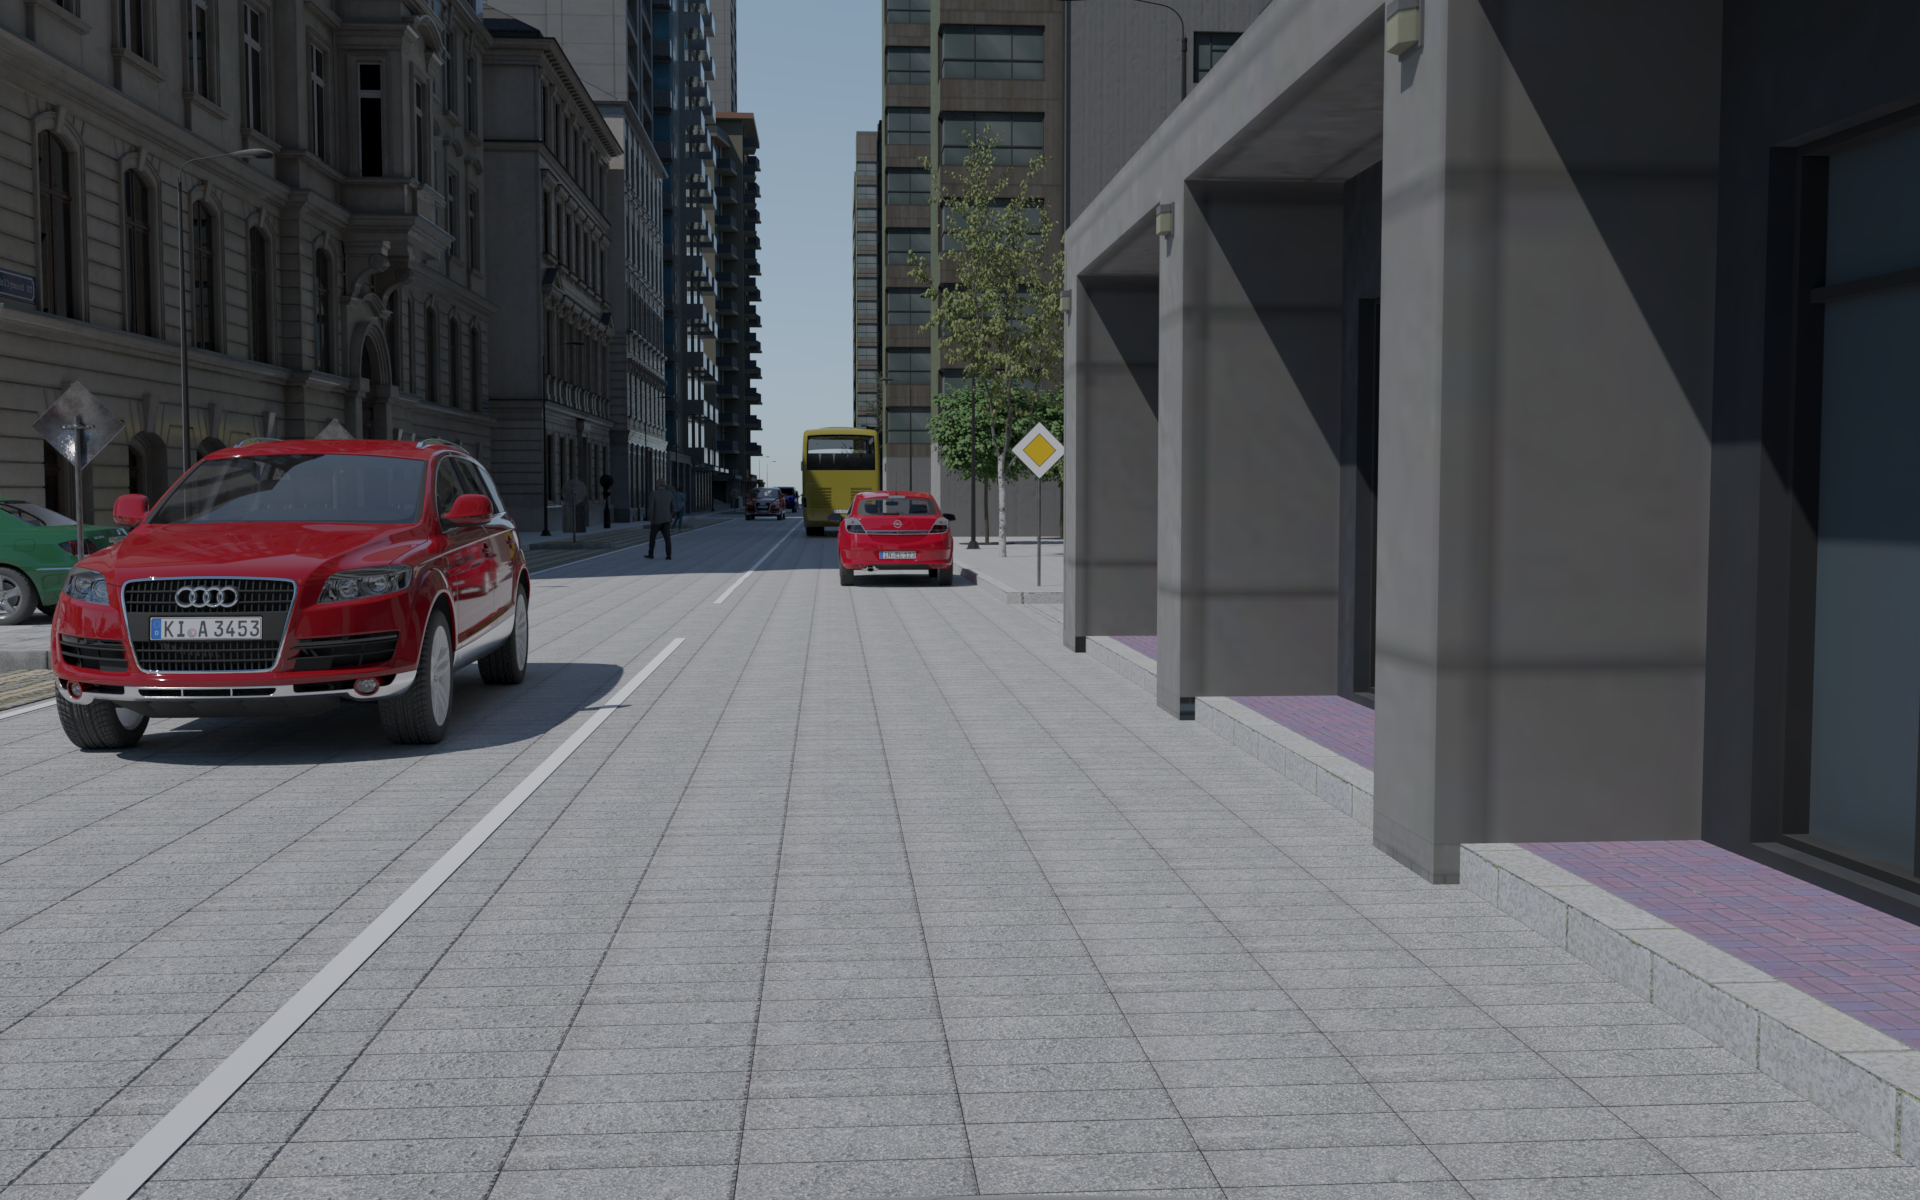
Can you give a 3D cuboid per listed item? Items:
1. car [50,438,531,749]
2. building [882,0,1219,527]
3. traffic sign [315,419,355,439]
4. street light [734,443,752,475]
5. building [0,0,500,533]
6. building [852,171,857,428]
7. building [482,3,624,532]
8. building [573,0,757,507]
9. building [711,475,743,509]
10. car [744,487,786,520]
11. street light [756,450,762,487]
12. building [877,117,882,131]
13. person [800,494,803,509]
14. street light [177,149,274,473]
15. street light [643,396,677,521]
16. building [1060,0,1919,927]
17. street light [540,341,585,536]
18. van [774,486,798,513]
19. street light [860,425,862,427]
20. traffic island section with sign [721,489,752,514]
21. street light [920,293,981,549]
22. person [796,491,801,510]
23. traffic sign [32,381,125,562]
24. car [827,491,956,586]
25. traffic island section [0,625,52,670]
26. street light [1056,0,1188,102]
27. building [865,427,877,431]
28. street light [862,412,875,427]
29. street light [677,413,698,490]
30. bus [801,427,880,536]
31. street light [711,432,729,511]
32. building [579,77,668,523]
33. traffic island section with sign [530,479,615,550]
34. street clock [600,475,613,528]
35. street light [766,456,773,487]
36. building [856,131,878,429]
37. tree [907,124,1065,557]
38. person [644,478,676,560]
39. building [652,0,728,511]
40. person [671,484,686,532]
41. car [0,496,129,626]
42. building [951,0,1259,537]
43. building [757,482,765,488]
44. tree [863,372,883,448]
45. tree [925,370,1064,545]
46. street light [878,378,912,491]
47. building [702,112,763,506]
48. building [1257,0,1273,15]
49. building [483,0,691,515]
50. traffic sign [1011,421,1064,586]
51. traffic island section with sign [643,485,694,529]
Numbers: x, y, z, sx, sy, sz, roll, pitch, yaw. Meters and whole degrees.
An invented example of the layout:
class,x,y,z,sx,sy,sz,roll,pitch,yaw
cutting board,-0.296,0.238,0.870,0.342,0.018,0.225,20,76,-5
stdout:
class,x,y,z,sx,sy,sz,roll,pitch,yaw
car,-4.154,-0.173,11.499,2.281,1.827,5.304,0,4,-6
building,3.337,-18.891,80.572,14.160,30.474,14.107,0,4,-4
traffic sign,-8.421,-1.206,23.363,0.795,2.450,0.064,0,4,-4
street light,-20.092,-11.385,158.685,1.470,5.913,1.316,0,4,-4
building,-19.210,-13.446,38.934,14.460,24.649,34.723,0,4,-4
building,-4.508,-38.157,247.562,21.300,48.544,21.600,0,4,-4
building,-19.300,-12.348,66.510,10.561,19.102,19.286,0,4,-4
building,-36.266,-47.719,218.461,20.563,71.187,20.611,0,4,-4
building,-36.782,-28.624,159.885,32.217,40.220,23.993,0,4,-4
car,-10.745,-5.330,95.817,2.281,1.827,5.304,0,4,-3
street light,-21.796,-12.892,183.319,1.470,5.913,1.316,0,4,-4
building,-0.774,-36.809,221.437,23.786,49.044,30.456,0,4,-4
person,-14.908,-9.468,164.121,1.217,1.723,0.721,1,4,16
street light,-9.936,-3.113,23.435,1.470,5.913,1.316,0,4,-4
street light,-14.324,-6.694,81.987,1.470,5.913,1.316,0,4,-4
building,11.921,-34.648,4.746,20.563,71.187,20.611,0,4,-4
street light,-12.101,-4.905,52.742,1.470,5.913,1.316,0,4,-4
van,-13.627,-7.926,133.972,2.240,2.365,5.245,0,4,-3
street light,-5.997,-8.813,116.631,1.470,5.913,1.316,0,4,-4
traffic island section with sign,-15.957,-7.008,123.202,1.989,1.847,2.006,0,4,-4
street light,-0.230,-4.133,40.116,1.470,5.913,1.316,0,4,-4
person,-14.932,-9.135,158.525,0.621,1.740,0.551,1,4,12
traffic sign,-7.823,-0.719,15.400,0.795,2.450,0.064,0,4,-4
car,-1.106,-1.192,28.531,2.155,1.783,4.494,0,4,-4
traffic island section,-7.846,0.417,15.460,2.009,0.180,2.903,0,4,-4
street light,1.520,-2.660,16.029,1.470,5.913,1.316,0,4,-4
building,2.601,-51.735,158.531,22.319,86.520,31.000,0,4,-4
street light,-4.702,-7.710,98.605,1.470,5.913,1.316,0,4,-4
street light,-15.738,-7.762,99.447,1.470,5.913,1.316,0,4,-4
bus,-4.351,-4.333,62.393,2.896,3.916,12.252,0,4,-5
street light,-17.850,-9.551,128.701,1.470,5.913,1.316,0,4,-4
building,-20.058,-14.437,85.189,9.793,20.994,18.267,0,4,-4
traffic island section with sign,-10.087,-2.241,45.263,1.989,1.847,2.006,0,4,-4
street clock,-13.187,-3.675,64.653,0.471,2.002,0.358,2,4,26
street light,-24.114,-14.716,213.146,1.470,5.913,1.316,0,4,-4
building,-4.898,-31.499,198.607,14.154,41.232,14.086,0,4,-4
tree,0.899,-5.159,34.708,4.737,8.622,4.395,0,3,0
person,-6.603,-1.780,37.999,0.661,1.777,0.834,-3,5,-44
building,-30.383,-31.380,132.664,23.786,49.044,30.456,0,4,-4
person,-10.622,-3.460,65.329,0.793,1.790,0.793,1,4,13
car,-11.876,-0.471,19.506,4.920,1.459,2.131,0,4,-6
building,5.897,-17.527,58.264,14.160,30.474,14.107,0,4,-4
building,-43.825,-33.711,243.053,32.217,40.220,23.993,0,4,-4
tree,-2.988,-8.861,95.236,4.360,8.622,3.978,0,3,0
tree,0.757,-3.698,44.176,4.285,4.588,4.351,0,3,0
street light,-2.516,-5.921,69.357,1.470,5.913,1.316,0,4,-4
building,-33.650,-33.017,194.460,22.147,44.769,28.867,0,4,-4
building,20.962,-25.312,33.468,30.456,49.044,23.786,0,4,-4
building,-27.481,-40.857,106.271,20.563,71.187,20.611,0,4,-4
traffic sign,1.098,-1.248,24.055,0.795,2.450,0.064,0,4,-4
traffic island section with sign,-12.118,-3.885,72.142,1.989,1.847,2.006,0,4,-4
